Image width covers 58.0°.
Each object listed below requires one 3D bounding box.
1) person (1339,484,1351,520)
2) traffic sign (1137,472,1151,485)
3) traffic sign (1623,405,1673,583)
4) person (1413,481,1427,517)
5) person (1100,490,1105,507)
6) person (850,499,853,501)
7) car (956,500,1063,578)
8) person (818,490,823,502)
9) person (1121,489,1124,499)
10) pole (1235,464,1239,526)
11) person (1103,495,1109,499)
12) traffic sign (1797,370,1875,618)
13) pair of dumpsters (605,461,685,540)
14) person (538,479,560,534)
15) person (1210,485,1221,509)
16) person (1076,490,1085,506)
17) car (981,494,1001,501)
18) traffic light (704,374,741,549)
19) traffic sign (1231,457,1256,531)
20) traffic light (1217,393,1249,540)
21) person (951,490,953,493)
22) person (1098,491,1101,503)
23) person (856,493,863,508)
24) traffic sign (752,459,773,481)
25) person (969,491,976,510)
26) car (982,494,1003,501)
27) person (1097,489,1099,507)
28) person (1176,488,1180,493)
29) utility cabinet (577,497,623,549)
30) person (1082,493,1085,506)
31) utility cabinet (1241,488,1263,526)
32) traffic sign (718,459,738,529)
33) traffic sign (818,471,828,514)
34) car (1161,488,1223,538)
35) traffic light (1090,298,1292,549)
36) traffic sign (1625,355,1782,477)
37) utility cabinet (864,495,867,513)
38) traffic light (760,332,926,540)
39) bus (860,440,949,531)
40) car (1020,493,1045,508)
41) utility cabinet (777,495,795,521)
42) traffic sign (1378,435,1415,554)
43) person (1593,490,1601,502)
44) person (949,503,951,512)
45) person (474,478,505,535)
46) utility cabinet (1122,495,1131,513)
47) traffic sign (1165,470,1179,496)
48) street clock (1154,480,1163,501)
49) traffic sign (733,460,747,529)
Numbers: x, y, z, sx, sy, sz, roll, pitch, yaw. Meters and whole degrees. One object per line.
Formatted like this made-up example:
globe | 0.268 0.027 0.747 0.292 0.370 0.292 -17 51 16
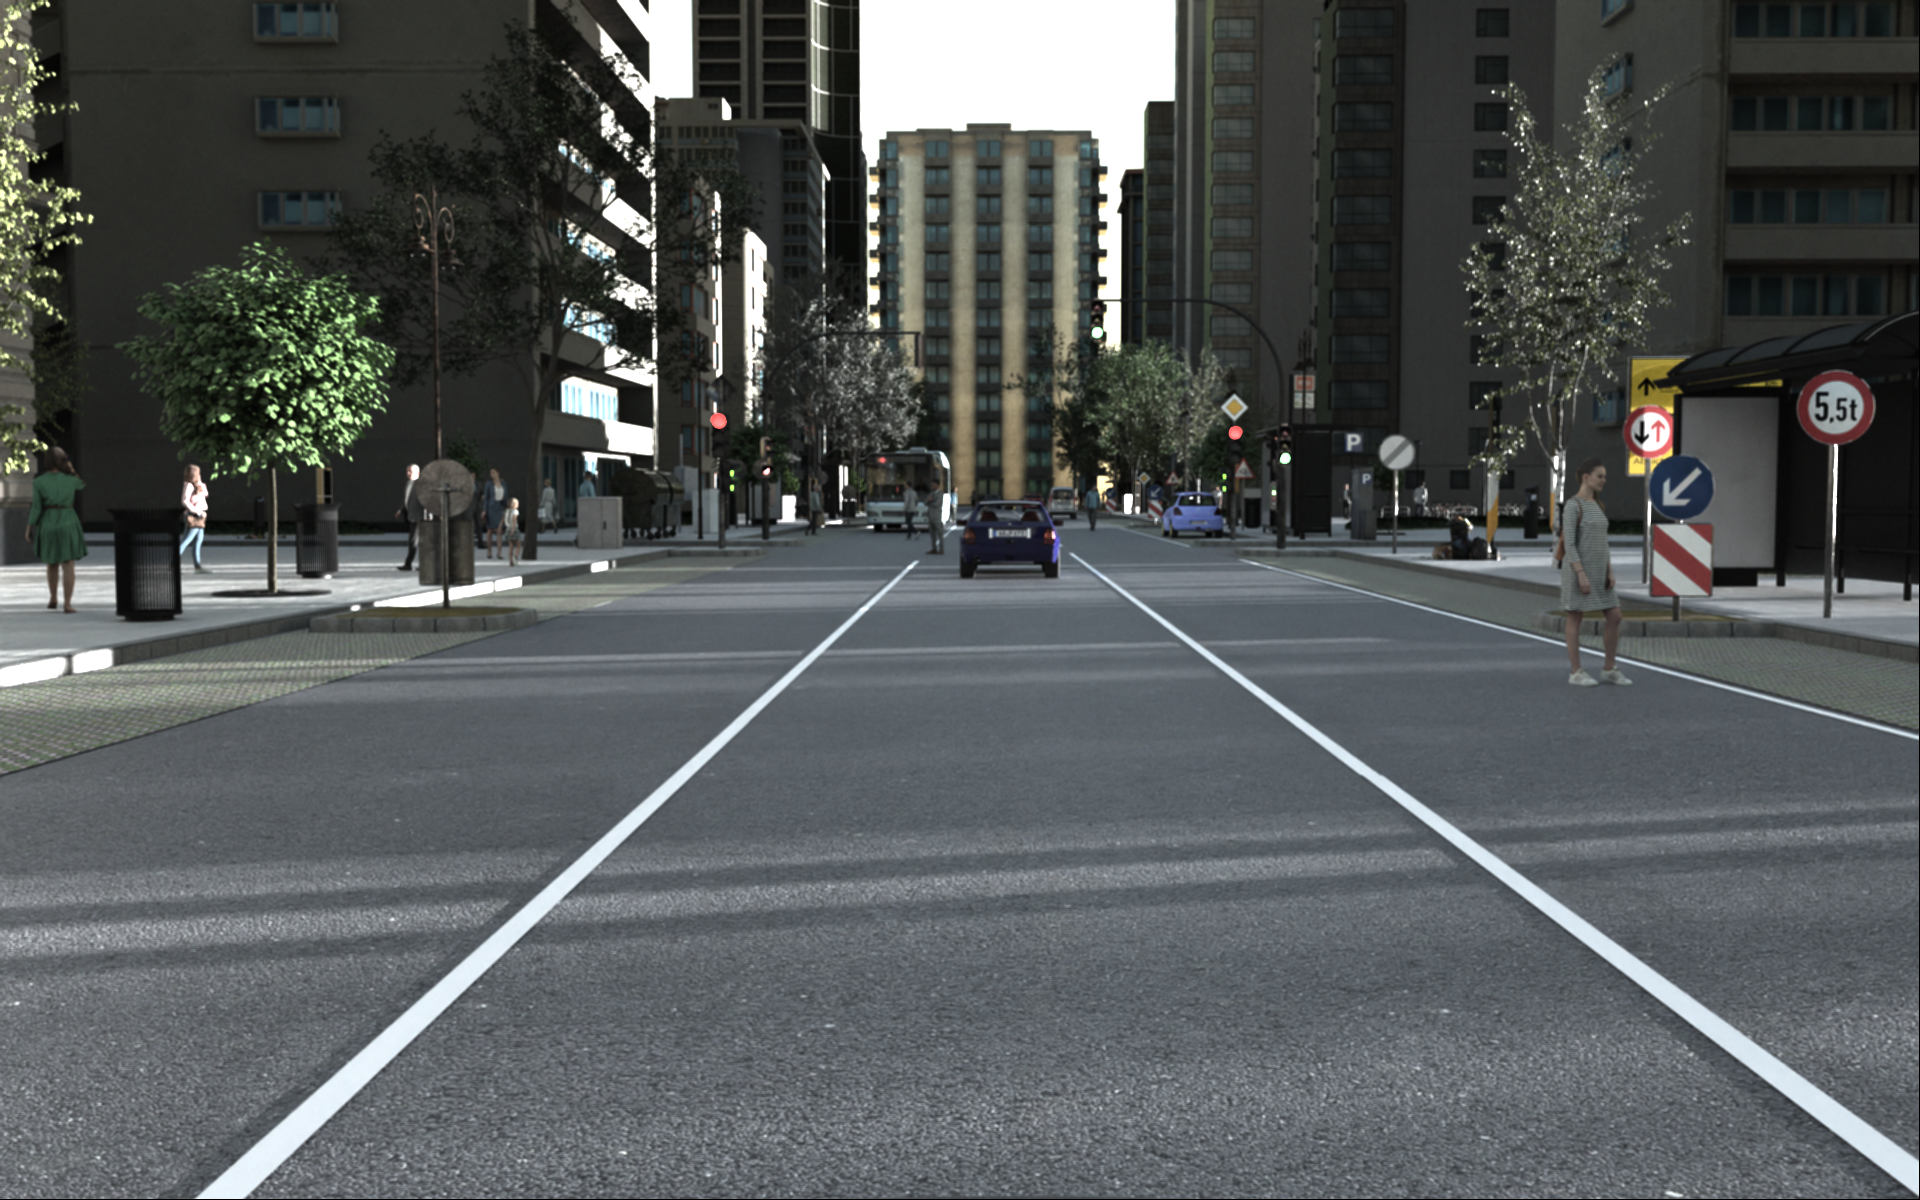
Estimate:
person | 18.968 -4.808 85.054 0.661 1.777 0.834 1 4 14
traffic sign | 10.741 -6.190 100.944 0.795 2.593 0.064 0 4 6
traffic sign | 9.855 -1.512 24.831 0.768 2.556 0.104 0 4 2
person | 20.260 -4.308 76.327 0.795 1.843 0.661 -3 5 -43
person | 14.718 -10.509 178.545 1.217 1.739 0.721 -3 5 -40
person | -6.926 -6.140 110.702 0.394 1.301 0.425 -1 4 -17
car | 0.891 -1.128 31.017 1.945 1.354 3.894 0 4 2
person | -7.921 -5.479 95.969 0.601 1.785 0.444 2 4 25
person | 15.607 -9.701 165.331 0.721 1.739 1.217 0 4 2
pole | 11.013 -4.591 68.911 0.158 3.312 0.155 0 3 0
person | 14.477 -9.980 169.893 0.721 1.739 1.217 -2 4 -35
traffic sign | 9.006 -1.088 17.898 0.768 2.556 0.104 0 4 6
pair of dumpsters | -9.079 -2.902 49.938 1.574 2.255 4.437 0 4 1
person | -13.287 -3.025 55.860 0.624 1.780 0.694 3 5 41
person | 12.240 -4.663 82.855 0.480 1.755 0.524 1 4 22
person | 12.685 -10.687 181.496 1.217 1.735 0.721 -2 4 -31
car | 3.110 -10.135 175.485 2.009 1.686 4.222 0 4 2
traffic light | -5.579 -3.161 40.597 0.839 4.253 0.868 0 4 1
traffic sign | 9.928 -3.714 60.726 0.884 2.594 0.081 0 4 5
traffic light | 7.622 -3.636 48.366 0.839 4.253 0.868 0 4 1
person | -0.675 -8.992 155.527 0.705 1.824 1.348 -1 4 -12
person | 15.828 -11.736 198.609 1.217 1.739 0.721 0 4 0
person | -9.487 -9.255 160.619 1.065 1.426 0.557 2 4 35
traffic sign | -7.101 -3.810 62.400 0.768 2.556 0.104 0 4 2
person | 1.117 -8.745 152.274 0.721 1.735 1.217 -2 4 -32
car | 3.136 -9.475 166.913 2.014 1.417 4.499 0 4 2
person | 13.974 -10.378 175.700 0.705 1.826 1.348 0 4 7
person | 18.817 -8.794 149.833 0.705 1.824 1.348 1 4 11
utility cabinet | -8.389 -1.784 40.338 1.020 1.237 0.306 1 4 14
person | 13.494 -10.828 186.306 0.991 1.433 0.599 -2 4 -32
utility cabinet | 11.655 -3.630 68.032 1.173 1.500 0.318 0 4 7
traffic sign | -8.412 -3.832 62.762 0.768 2.556 0.104 0 4 7
traffic sign | -7.584 -5.774 94.514 0.768 2.556 0.104 0 4 8
car | 7.649 -2.912 57.210 1.945 1.707 3.694 0 4 0
traffic light | 5.387 -4.013 40.278 4.771 5.953 1.251 0 4 1
traffic sign | 10.926 -1.930 25.430 2.265 3.308 0.079 0 4 4
utility cabinet | -6.260 -6.553 118.305 0.306 1.237 1.020 -1 4 -19
traffic light | -3.345 -4.521 48.579 4.771 5.953 1.251 0 4 1
bus | -1.990 -4.560 69.418 2.948 3.499 13.247 0 4 2
car | 5.962 -8.118 141.763 2.155 1.783 4.494 0 3 0
utility cabinet | -8.319 -4.345 82.201 1.020 1.237 0.306 -3 4 -36
traffic sign | 9.355 -2.270 37.218 0.768 2.556 0.104 0 4 2
person | 21.285 -3.190 58.105 0.656 1.842 0.836 3 5 42
person | -1.026 -7.592 135.824 0.799 1.438 0.628 -3 4 -38
person | -14.752 -2.940 54.334 0.699 1.804 1.509 3 5 41
utility cabinet | 11.443 -6.525 117.843 0.306 1.237 1.020 3 5 43
traffic sign | 11.445 -5.687 92.979 0.884 2.594 0.081 0 4 5
street clock | 10.539 -5.344 91.943 0.471 2.002 0.358 1 4 17
traffic sign | -8.271 -3.911 64.053 0.768 2.556 0.104 0 4 3
